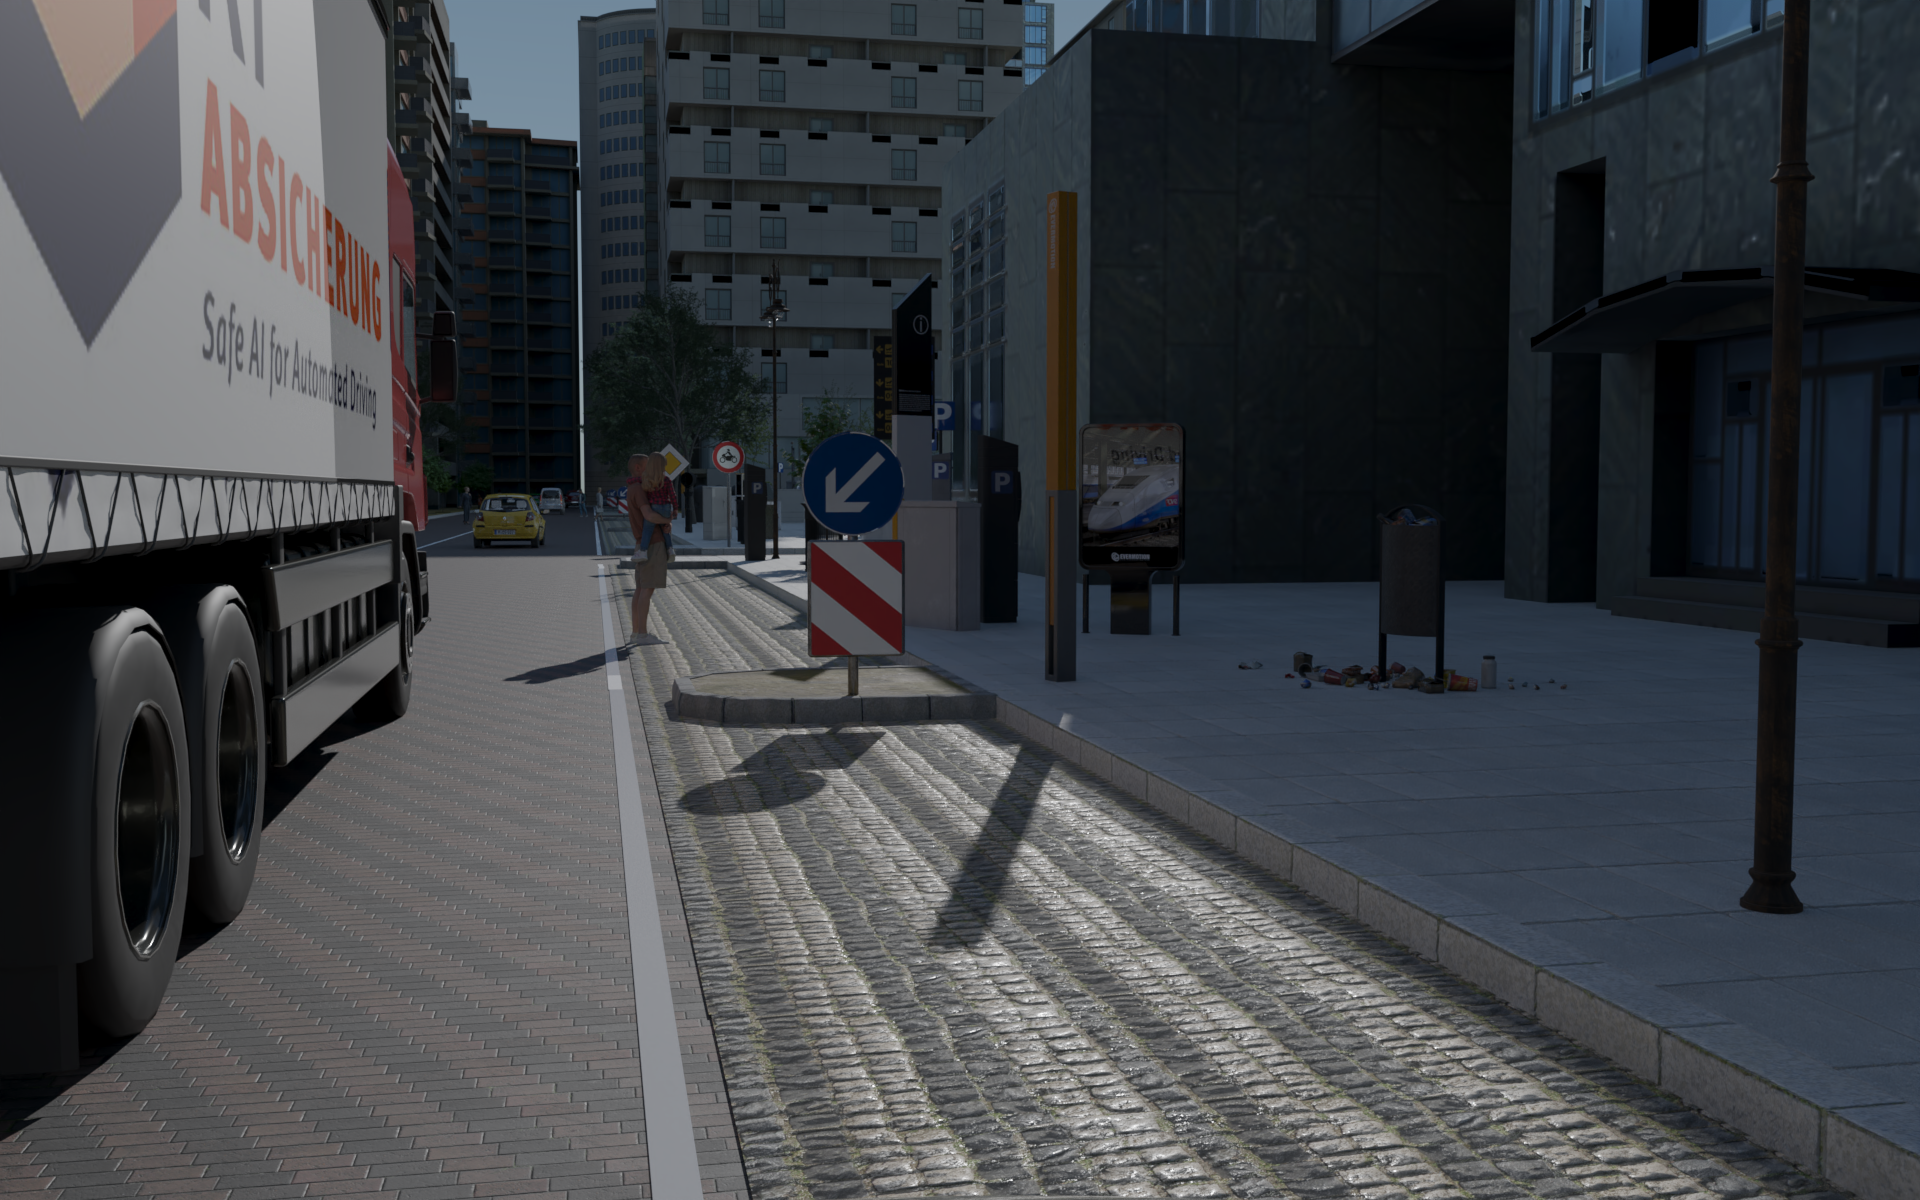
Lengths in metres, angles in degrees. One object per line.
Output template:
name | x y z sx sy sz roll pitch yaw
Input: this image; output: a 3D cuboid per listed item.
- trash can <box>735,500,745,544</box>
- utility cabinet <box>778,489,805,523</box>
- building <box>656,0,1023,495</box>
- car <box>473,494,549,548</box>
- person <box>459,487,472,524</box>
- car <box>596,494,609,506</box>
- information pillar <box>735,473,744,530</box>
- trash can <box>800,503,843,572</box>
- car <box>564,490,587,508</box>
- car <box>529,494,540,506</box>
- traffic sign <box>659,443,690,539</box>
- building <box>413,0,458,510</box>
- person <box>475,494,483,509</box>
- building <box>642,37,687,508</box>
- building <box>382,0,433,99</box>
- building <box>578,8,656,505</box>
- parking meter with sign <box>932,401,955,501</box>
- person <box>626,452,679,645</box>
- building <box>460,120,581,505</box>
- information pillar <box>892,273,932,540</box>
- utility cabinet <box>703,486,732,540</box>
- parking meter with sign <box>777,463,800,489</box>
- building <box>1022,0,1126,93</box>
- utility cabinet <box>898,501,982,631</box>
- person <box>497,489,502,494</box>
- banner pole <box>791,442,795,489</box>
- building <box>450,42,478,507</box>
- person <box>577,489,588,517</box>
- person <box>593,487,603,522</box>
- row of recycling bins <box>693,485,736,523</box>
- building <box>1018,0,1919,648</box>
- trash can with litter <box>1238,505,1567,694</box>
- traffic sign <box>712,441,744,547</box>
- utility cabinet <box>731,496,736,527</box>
trash can | -5.403 -2.002 44.386 0.748 1.137 0.748 0 3 0
utility cabinet | -7.489 -4.176 76.951 1.173 1.500 0.318 0 4 3
building | -10.501 -33.737 140.844 28.713 52.752 27.495 -1 4 -12
car | -12.256 -2.262 47.215 2.015 1.641 3.980 -1 4 -10
person | -23.438 -4.476 82.098 0.534 1.772 0.576 1 4 12
car | -37.150 -10.364 181.461 2.014 1.417 4.499 -1 4 -12
information pillar | -7.781 -3.496 61.659 0.304 2.012 0.304 2 4 30
trash can | -2.142 -0.957 27.306 0.748 1.137 0.748 0 3 0
car | -39.009 -10.209 175.595 2.281 1.827 5.304 -1 4 -12
car | -43.527 -10.310 177.371 1.959 1.807 4.718 -1 4 -11
traffic sign | -5.718 -1.866 34.146 0.795 2.450 0.064 -1 4 -12
building | -55.403 -32.112 148.738 21.300 48.544 21.600 -1 4 -12
person | -34.164 -6.812 123.131 0.557 1.426 1.065 -3 5 -43
building | -22.137 -29.160 160.357 14.154 41.232 14.086 -1 4 -12
building | -49.722 -28.712 124.070 22.147 44.769 28.867 -1 4 -12
building | -31.470 -40.839 209.723 28.212 58.520 21.231 -1 4 -12
parking meter with sign | -0.379 -2.172 31.774 0.543 3.016 1.738 0 4 1
person | -2.959 -0.491 16.495 0.580 1.828 0.573 2 4 23
building | -59.550 -33.662 204.993 28.867 44.769 22.147 -1 4 -12
information pillar | -0.495 -1.650 18.331 0.504 3.616 0.183 -3 5 -39
utility cabinet | -6.745 -2.419 48.227 0.318 1.500 1.173 1 4 19
parking meter with sign | -9.245 -6.098 95.970 1.738 3.016 0.543 2 4 25
building | 23.743 -36.528 186.476 27.495 52.752 28.713 -1 4 -12
utility cabinet | -0.204 -0.334 16.630 0.306 1.237 1.020 -3 4 -36
person | -39.355 -8.536 148.074 1.348 1.824 0.705 0 4 -4
banner pole | -7.952 -5.659 82.549 0.401 3.779 0.863 -1 4 -15
building | -64.252 -33.780 171.918 30.456 49.044 23.786 -1 4 -12
person | -23.803 -6.129 109.052 0.623 1.781 0.721 1 4 20
person | -18.742 -4.952 89.825 0.624 1.780 0.694 -1 4 -20
row of recycling bins | -10.559 -4.389 78.871 3.534 1.692 1.069 -2 4 -35
building | 13.768 -43.211 19.171 22.319 86.520 31.000 -1 4 -12
trash can with litter | 2.890 -0.054 11.948 1.678 1.210 2.233 -2 4 -33
traffic sign | -5.571 -2.544 41.706 0.768 2.556 0.104 -1 4 -9
utility cabinet | -9.004 -3.405 66.836 1.020 1.237 0.306 -3 4 -36
